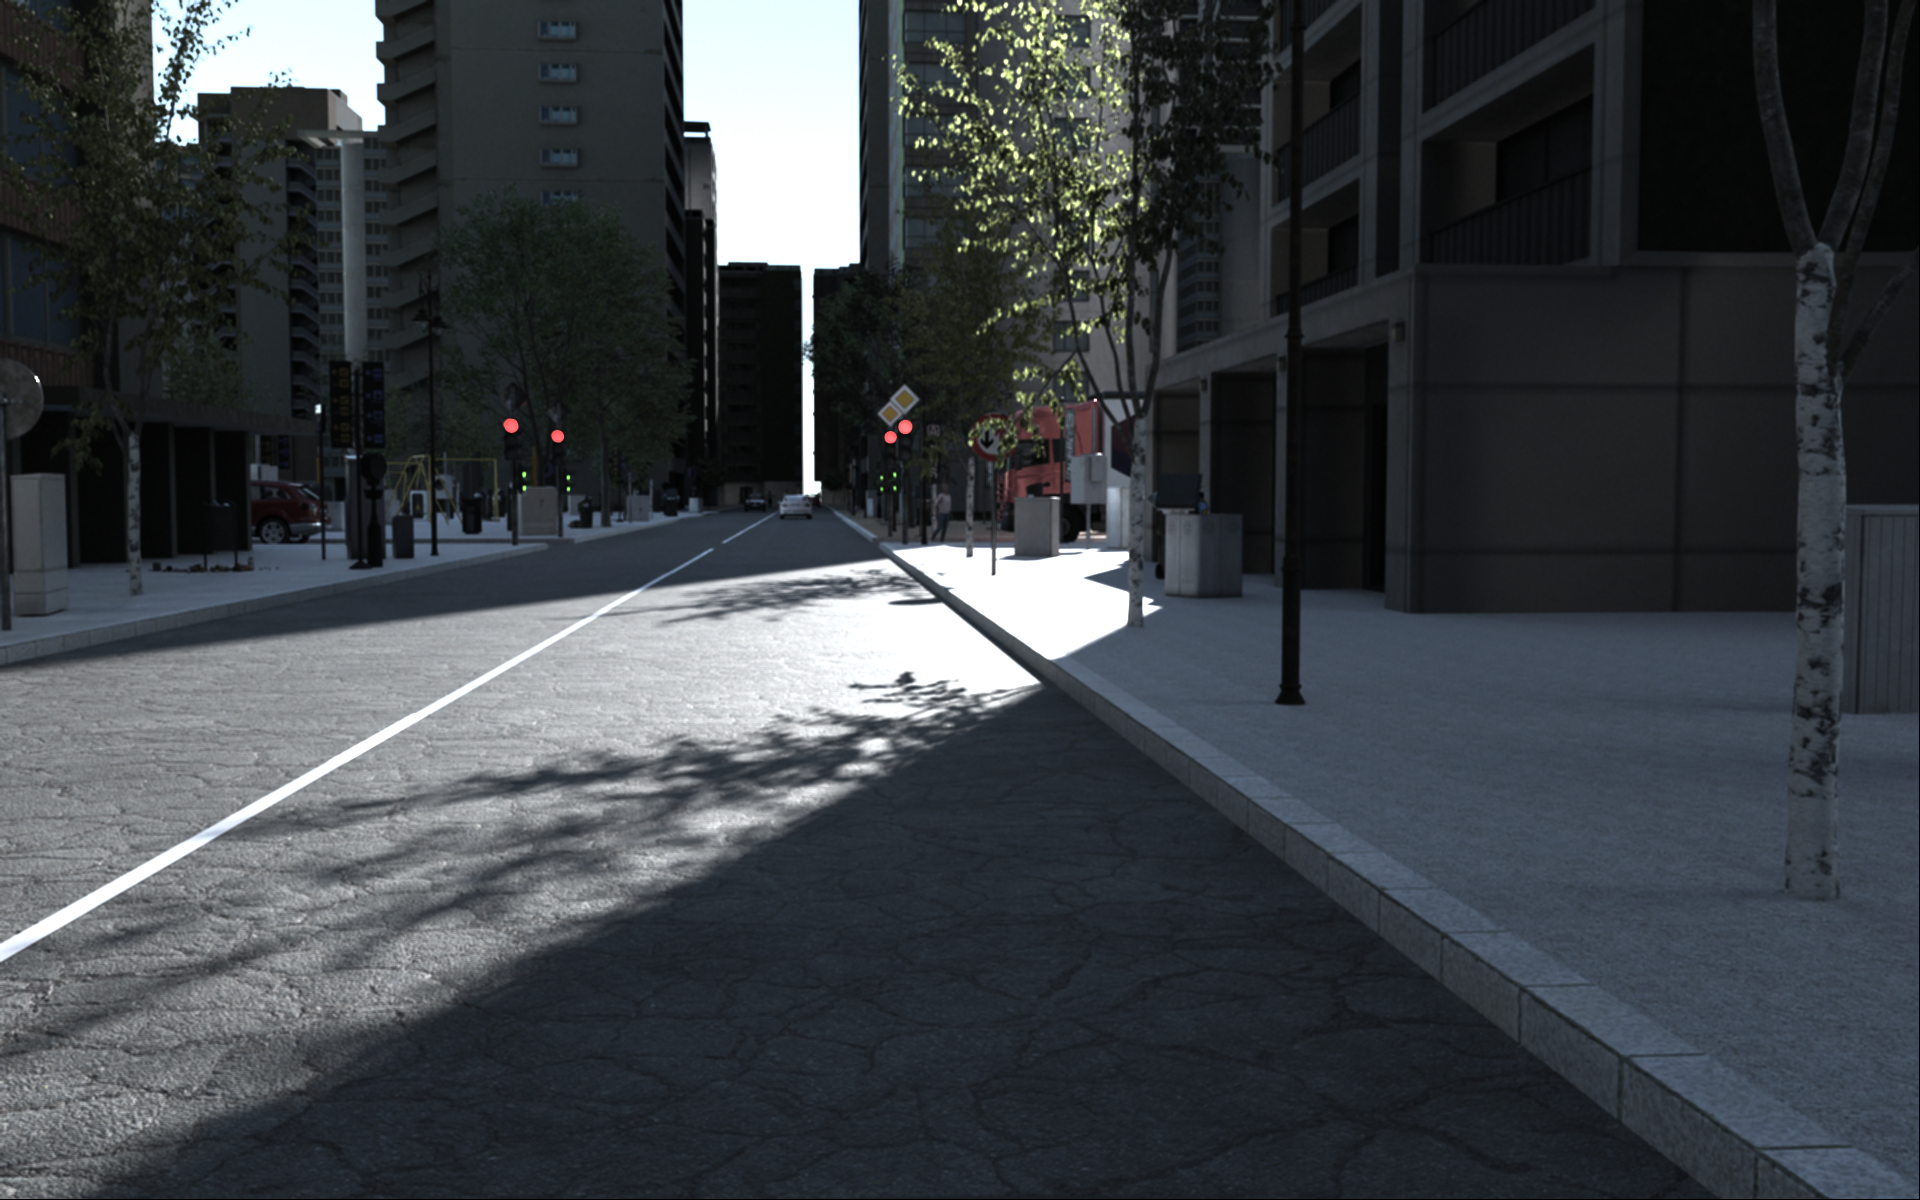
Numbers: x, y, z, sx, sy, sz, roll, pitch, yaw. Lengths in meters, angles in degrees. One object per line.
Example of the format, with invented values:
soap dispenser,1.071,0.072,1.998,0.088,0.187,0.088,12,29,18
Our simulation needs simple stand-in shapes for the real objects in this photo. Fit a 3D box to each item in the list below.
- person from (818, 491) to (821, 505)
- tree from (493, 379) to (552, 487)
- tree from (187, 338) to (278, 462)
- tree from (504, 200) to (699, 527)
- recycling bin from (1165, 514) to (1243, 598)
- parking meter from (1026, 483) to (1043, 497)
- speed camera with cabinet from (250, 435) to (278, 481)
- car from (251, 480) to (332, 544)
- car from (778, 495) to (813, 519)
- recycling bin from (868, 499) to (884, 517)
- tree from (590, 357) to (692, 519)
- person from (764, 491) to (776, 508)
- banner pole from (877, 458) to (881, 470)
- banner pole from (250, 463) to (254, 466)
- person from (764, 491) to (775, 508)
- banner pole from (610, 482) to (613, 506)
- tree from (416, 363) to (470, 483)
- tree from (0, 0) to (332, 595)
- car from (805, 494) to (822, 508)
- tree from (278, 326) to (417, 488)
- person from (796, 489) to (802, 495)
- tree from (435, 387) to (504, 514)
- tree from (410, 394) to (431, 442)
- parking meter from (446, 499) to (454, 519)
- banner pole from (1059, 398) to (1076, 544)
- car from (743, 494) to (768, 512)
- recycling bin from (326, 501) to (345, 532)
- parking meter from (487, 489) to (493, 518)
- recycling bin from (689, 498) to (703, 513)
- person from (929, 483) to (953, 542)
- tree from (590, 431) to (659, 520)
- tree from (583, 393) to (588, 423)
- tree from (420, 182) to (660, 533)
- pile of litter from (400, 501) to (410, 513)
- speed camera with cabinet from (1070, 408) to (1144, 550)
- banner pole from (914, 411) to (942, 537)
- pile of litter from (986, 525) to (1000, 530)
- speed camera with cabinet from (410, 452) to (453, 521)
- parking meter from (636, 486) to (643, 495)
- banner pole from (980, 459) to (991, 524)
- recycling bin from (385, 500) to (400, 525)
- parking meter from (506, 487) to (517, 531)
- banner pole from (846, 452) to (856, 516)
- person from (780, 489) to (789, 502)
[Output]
person,-16.213,-11.639,199.461,0.621,1.740,0.551,-1,4,-17
tree,-26.507,-9.552,106.537,4.360,8.622,3.978,0,3,0
tree,-34.166,-8.024,81.560,4.360,8.622,3.978,0,3,0
tree,-14.300,-9.146,67.658,7.486,12.596,7.792,0,3,0
recycling bin,3.057,-0.561,21.720,0.722,1.027,0.722,-2,4,-27
parking meter,1.634,-1.815,38.091,0.372,1.533,0.369,0,3,0
speed camera with cabinet,-20.947,-3.599,53.187,2.038,3.252,0.660,2,4,34
car,-20.076,-2.379,47.568,5.304,1.827,2.281,0,4,-3
car,-9.593,-5.424,101.039,2.083,1.381,4.827,0,4,-6
recycling bin,-4.701,-5.150,96.749,0.722,1.027,0.722,-2,4,-28
tree,-16.123,-8.578,90.612,4.737,8.622,4.395,0,3,0
person,-20.205,-10.697,184.127,1.217,1.736,0.721,-1,4,-17
banner pole,-5.592,-7.945,119.917,0.401,3.779,0.863,1,4,23
banner pole,-50.631,-8.158,123.403,0.863,3.779,0.401,0,4,3
person,-20.086,-10.606,182.622,1.217,1.736,0.721,-1,4,-20
banner pole,-24.920,-8.183,123.802,0.401,3.779,0.863,1,4,11
tree,-30.007,-9.047,98.277,4.360,8.622,3.978,0,3,0
tree,-10.437,-4.383,22.022,4.737,8.622,4.395,0,3,0
car,-15.562,-10.563,181.750,2.155,1.783,4.494,0,4,-3
tree,-26.628,-7.653,75.488,4.360,8.622,3.978,0,3,0
person,-10.365,-6.363,113.210,0.598,1.740,0.731,3,5,43
tree,-33.138,-10.023,114.244,4.737,8.622,4.395,0,3,0
tree,-35.645,-9.618,107.618,4.737,8.622,4.395,0,3,0
parking meter,-26.481,-4.983,89.880,0.372,1.533,0.369,0,3,0
banner pole,2.752,-3.351,44.810,0.401,3.779,0.863,-2,4,-29
car,-16.732,-8.056,141.500,2.009,1.686,4.222,0,4,-6
recycling bin,-21.591,-2.881,59.663,0.722,1.027,0.722,0,4,-8
parking meter,-25.610,-5.248,94.223,0.372,1.533,0.369,0,3,0
recycling bin,-17.803,-6.378,116.827,0.722,1.027,0.722,1,4,20
person,-0.594,-2.327,47.225,0.598,1.740,0.731,2,4,32
tree,-16.348,-6.182,84.782,4.285,4.588,4.351,0,3,0
tree,-19.273,-9.032,98.030,4.737,8.622,4.395,0,3,0
tree,-13.805,-8.040,57.205,9.928,11.665,9.643,0,3,0
pile of litter,-36.905,-6.234,115.887,1.719,0.858,1.176,1,4,22
speed camera with cabinet,3.538,-2.817,40.389,2.038,3.252,0.660,-2,4,-34
banner pole,-0.946,-3.781,51.833,0.863,3.779,0.401,0,4,-6
pile of litter,1.645,-2.916,61.644,1.176,0.858,1.719,-2,4,-30
speed camera with cabinet,-24.956,-5.344,81.713,2.038,3.252,0.660,1,4,20
parking meter,-19.414,-6.066,104.886,0.255,1.863,0.399,-3,5,-39
banner pole,1.202,-5.139,74.037,0.401,3.779,0.863,-3,5,-44
recycling bin,-23.966,-3.673,72.603,0.722,1.027,0.722,1,4,15
parking meter,-15.616,-3.180,60.411,0.372,1.533,0.369,0,3,0
banner pole,-6.347,-6.929,103.298,0.401,3.779,0.863,-1,4,-20
person,-12.251,-6.834,120.586,0.716,1.782,0.532,2,4,32
